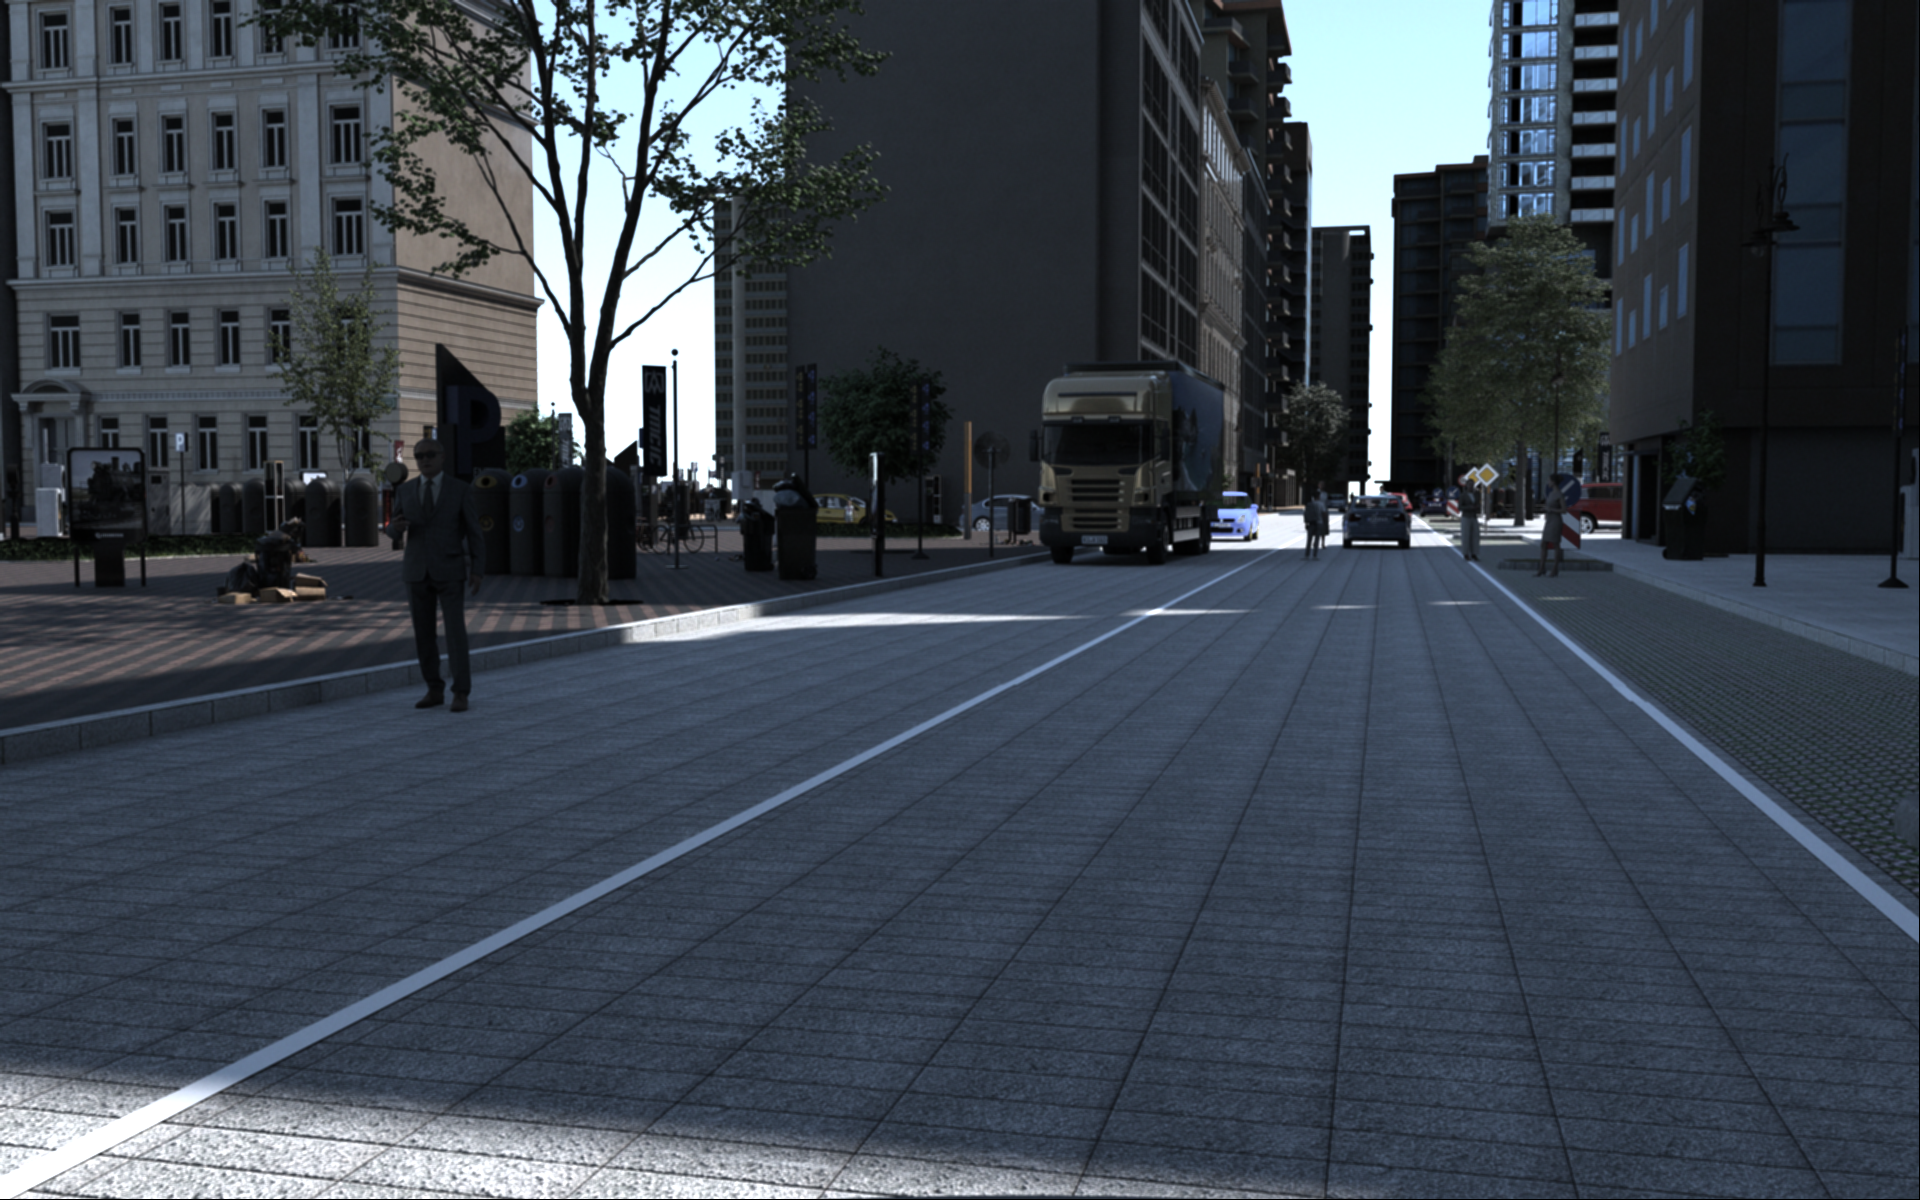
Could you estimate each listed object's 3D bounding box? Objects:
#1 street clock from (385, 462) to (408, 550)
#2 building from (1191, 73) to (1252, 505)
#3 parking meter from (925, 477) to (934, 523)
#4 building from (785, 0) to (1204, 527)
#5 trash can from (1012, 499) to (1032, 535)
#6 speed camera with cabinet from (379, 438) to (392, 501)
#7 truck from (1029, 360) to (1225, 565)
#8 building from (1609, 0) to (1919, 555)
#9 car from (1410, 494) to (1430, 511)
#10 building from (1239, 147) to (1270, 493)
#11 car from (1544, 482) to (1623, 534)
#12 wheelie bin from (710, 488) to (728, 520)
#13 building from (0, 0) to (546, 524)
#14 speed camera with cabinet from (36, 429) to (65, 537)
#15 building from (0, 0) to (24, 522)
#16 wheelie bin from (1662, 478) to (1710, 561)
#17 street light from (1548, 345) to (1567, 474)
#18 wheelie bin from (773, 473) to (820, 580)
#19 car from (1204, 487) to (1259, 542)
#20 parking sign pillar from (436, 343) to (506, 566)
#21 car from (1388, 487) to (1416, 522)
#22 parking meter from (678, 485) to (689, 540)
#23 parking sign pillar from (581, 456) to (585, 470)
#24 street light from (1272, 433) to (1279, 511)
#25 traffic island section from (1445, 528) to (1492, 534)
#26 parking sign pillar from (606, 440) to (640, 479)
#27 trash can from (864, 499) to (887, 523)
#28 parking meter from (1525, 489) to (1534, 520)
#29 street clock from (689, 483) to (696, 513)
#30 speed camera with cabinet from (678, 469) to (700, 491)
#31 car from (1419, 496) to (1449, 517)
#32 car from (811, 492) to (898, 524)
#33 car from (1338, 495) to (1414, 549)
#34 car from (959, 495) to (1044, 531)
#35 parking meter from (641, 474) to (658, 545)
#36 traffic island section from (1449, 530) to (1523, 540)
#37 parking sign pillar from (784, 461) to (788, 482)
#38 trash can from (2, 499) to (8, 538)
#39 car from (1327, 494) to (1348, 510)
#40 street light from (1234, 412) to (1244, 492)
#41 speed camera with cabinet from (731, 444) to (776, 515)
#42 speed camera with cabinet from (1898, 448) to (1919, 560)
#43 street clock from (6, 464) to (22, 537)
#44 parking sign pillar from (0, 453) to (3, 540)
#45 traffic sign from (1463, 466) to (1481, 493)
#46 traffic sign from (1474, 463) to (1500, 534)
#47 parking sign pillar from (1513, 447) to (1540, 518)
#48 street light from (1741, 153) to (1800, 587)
[{"bbox_3d":[-12.867,-2.143,39.606,0.471,2.002,0.358,1,4,19],"label":"street clock"},{"bbox_3d":[9.943,-18.667,102.463,12.463,27.353,25.104,1,4,14],"label":"building"},{"bbox_3d":[-1.019,-3.189,57.850,0.255,1.863,0.399,0,4,-6],"label":"parking meter"},{"bbox_3d":[2.712,-17.460,78.981,14.314,27.812,24.014,1,4,14],"label":"building"},{"bbox_3d":[1.942,-2.639,54.803,0.748,1.137,0.748,0,3,0],"label":"trash can"},{"bbox_3d":[-19.437,-4.089,61.190,2.038,3.252,0.660,-2,4,-29],"label":"speed camera with cabinet"},{"bbox_3d":[3.990,-3.050,38.779,2.839,4.237,11.283,1,4,16],"label":"truck"},{"bbox_3d":[23.894,-23.888,40.678,14.600,45.320,14.200,1,4,14],"label":"building"},{"bbox_3d":[39.957,-8.563,149.798,2.009,1.686,4.222,1,4,14],"label":"car"},{"bbox_3d":[14.589,-20.379,126.696,14.314,27.812,24.014,1,4,14],"label":"building"},{"bbox_3d":[22.244,-2.994,57.621,5.304,1.827,2.281,1,4,16],"label":"car"},{"bbox_3d":[-12.117,-4.819,86.690,0.693,1.594,0.980,3,4,38],"label":"wheelie bin"},{"bbox_3d":[-31.888,-18.099,81.824,20.117,28.700,13.634,1,4,14],"label":"building"},{"bbox_3d":[-27.218,-3.517,51.847,0.660,3.252,2.038,-1,4,-21],"label":"speed camera with cabinet"},{"bbox_3d":[-51.514,-16.389,85.984,19.932,24.808,12.078,1,4,14],"label":"building"},{"bbox_3d":[14.119,-1.578,33.707,0.693,1.594,0.980,-1,4,-12],"label":"wheelie bin"},{"bbox_3d":[18.615,-4.970,54.053,0.468,5.910,1.993,1,4,14],"label":"street light"},{"bbox_3d":[-2.477,-1.112,26.093,0.693,1.594,0.980,-1,4,-9],"label":"wheelie bin"},{"bbox_3d":[8.260,-2.685,53.496,1.945,1.707,3.694,1,4,14],"label":"car"},{"bbox_3d":[-8.889,-2.635,31.554,1.447,3.967,1.447,2,4,29],"label":"parking sign pillar"},{"bbox_3d":[21.633,-4.737,86.486,2.155,1.783,4.494,1,4,16],"label":"car"},{"bbox_3d":[-7.784,-2.451,48.482,0.372,1.533,0.369,0,3,0],"label":"parking meter"},{"bbox_3d":[-26.033,-8.042,119.953,1.447,3.967,1.447,-3,4,-36],"label":"parking sign pillar"},{"bbox_3d":[23.279,-9.484,127.851,0.468,5.910,1.993,1,4,14],"label":"street light"},{"bbox_3d":[18.658,-2.481,62.845,2.009,0.180,2.903,1,4,14],"label":"traffic island section"},{"bbox_3d":[-16.575,-5.984,86.315,1.447,3.967,1.447,1,4,20],"label":"parking sign pillar"},{"bbox_3d":[-2.607,-2.545,53.257,0.748,1.137,0.748,0,3,0],"label":"trash can"},{"bbox_3d":[27.799,-4.654,84.504,0.372,1.533,0.369,0,3,0],"label":"parking meter"},{"bbox_3d":[-16.808,-6.381,108.901,0.358,2.002,0.471,-2,4,-33],"label":"street clock"},{"bbox_3d":[-18.508,-7.514,117.181,2.038,3.252,0.660,3,4,37],"label":"speed camera with cabinet"},{"bbox_3d":[29.450,-5.797,107.361,1.945,1.354,3.894,1,4,15],"label":"car"},{"bbox_3d":[-4.302,-3.316,64.444,3.980,1.641,2.015,1,4,15],"label":"car"},{"bbox_3d":[11.242,-2.129,46.813,2.014,1.417,4.499,1,4,13],"label":"car"},{"bbox_3d":[2.241,-3.049,61.861,4.499,1.417,2.014,1,4,14],"label":"car"},{"bbox_3d":[-7.827,-2.323,43.691,0.255,1.863,0.399,2,4,24],"label":"parking meter"},{"bbox_3d":[16.743,-2.007,55.092,2.009,0.180,2.903,1,4,14],"label":"traffic island section"},{"bbox_3d":[-9.314,-6.688,97.824,1.447,3.967,1.447,-3,5,-44],"label":"parking sign pillar"},{"bbox_3d":[-27.121,-2.258,48.578,0.748,1.137,0.748,0,3,0],"label":"trash can"},{"bbox_3d":[32.109,-8.320,148.040,2.014,1.417,4.499,1,4,12],"label":"car"},{"bbox_3d":[15.676,-7.632,97.577,0.468,5.910,1.993,1,4,14],"label":"street light"},{"bbox_3d":[-8.138,-4.583,69.262,2.038,3.252,0.660,-3,5,-40],"label":"speed camera with cabinet"},{"bbox_3d":[18.667,-2.398,33.540,0.660,3.252,2.038,1,4,21],"label":"speed camera with cabinet"},{"bbox_3d":[-23.098,-2.307,42.296,0.358,2.002,0.471,-1,4,-22],"label":"street clock"},{"bbox_3d":[-20.383,-2.903,35.944,1.447,3.967,1.447,-1,4,-8],"label":"parking sign pillar"},{"bbox_3d":[18.633,-3.617,62.774,0.795,2.450,0.064,1,4,14],"label":"traffic sign"},{"bbox_3d":[16.718,-3.142,55.021,0.795,2.450,0.064,1,4,14],"label":"traffic sign"},{"bbox_3d":[29.939,-6.301,91.500,1.447,3.967,1.447,1,4,17],"label":"parking sign pillar"},{"bbox_3d":[11.120,-3.127,23.909,0.468,5.910,1.993,1,4,14],"label":"street light"}]
